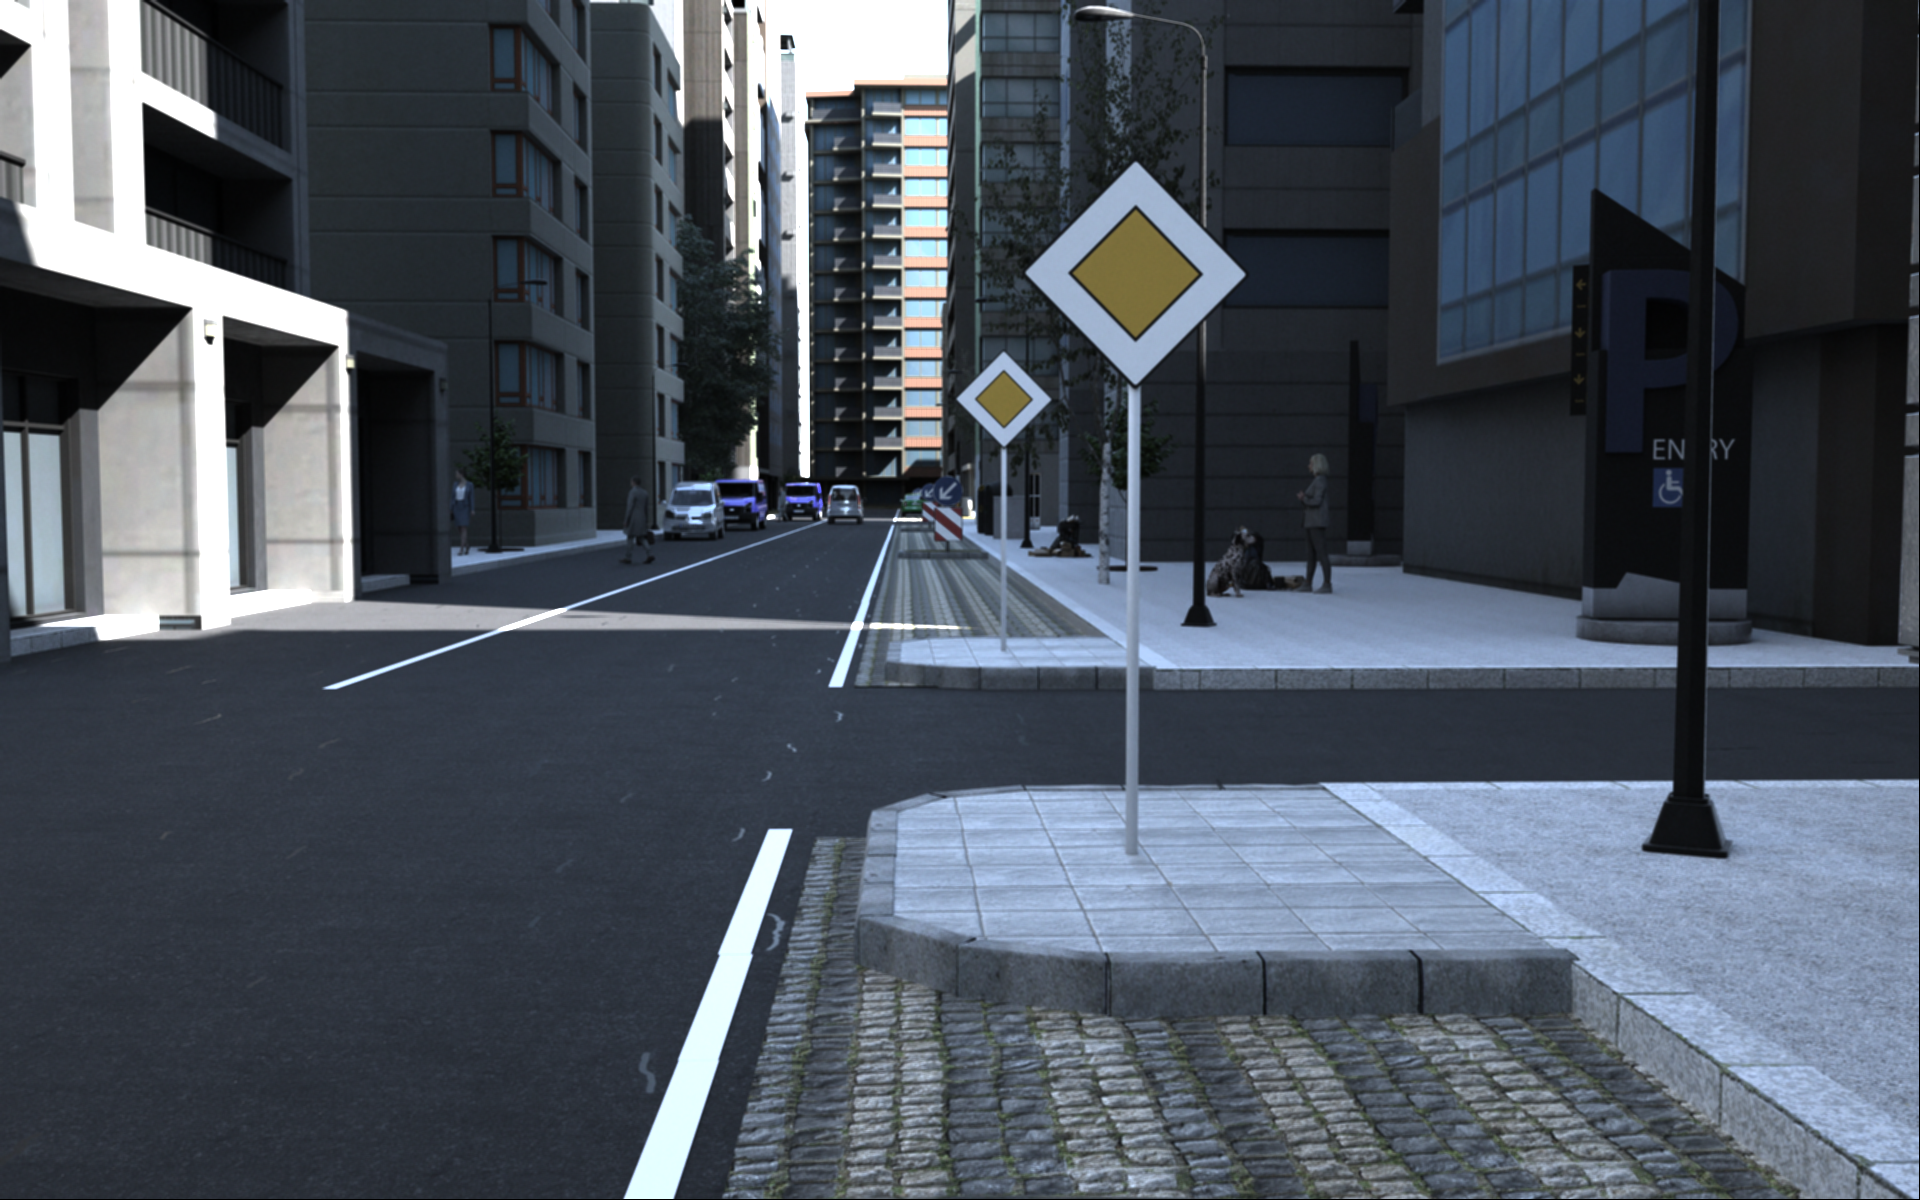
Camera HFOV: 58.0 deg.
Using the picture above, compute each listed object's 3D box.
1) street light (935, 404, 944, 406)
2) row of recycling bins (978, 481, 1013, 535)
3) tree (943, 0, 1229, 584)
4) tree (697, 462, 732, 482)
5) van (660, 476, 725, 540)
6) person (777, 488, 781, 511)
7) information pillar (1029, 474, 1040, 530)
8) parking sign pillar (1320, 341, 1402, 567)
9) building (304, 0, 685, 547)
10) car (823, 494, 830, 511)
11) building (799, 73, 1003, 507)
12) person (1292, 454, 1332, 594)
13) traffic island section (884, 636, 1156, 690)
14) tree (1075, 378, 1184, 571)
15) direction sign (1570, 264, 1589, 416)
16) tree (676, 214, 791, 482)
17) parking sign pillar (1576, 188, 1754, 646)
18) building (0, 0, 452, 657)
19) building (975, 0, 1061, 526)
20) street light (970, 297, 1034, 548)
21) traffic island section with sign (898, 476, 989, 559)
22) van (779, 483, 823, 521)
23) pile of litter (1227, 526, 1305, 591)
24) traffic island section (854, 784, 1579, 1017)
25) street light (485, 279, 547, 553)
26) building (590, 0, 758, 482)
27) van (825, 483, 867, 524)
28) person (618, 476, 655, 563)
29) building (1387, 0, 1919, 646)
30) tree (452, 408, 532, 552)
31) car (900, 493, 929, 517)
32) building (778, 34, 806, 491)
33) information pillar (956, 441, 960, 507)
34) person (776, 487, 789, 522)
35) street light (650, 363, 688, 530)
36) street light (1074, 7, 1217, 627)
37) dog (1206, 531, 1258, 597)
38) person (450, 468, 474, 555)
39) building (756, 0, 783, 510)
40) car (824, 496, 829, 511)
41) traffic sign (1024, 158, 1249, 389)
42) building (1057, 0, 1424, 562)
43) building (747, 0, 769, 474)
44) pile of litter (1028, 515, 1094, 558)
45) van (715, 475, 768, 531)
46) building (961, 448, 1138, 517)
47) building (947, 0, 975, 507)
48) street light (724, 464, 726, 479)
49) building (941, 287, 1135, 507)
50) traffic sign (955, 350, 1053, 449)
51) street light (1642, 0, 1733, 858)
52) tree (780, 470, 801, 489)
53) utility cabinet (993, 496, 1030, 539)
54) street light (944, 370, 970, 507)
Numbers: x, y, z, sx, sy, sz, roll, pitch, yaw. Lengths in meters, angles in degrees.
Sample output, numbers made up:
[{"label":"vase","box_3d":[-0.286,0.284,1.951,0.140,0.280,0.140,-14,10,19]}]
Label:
[{"label":"street light","box_3d":[-0.566,-7.134,89.187,1.470,5.913,1.316,0,4,-2]},{"label":"row of recycling bins","box_3d":[1.152,-2.948,55.311,1.069,1.692,3.534,0,4,-4]},{"label":"tree","box_3d":[1.990,-4.550,24.751,4.360,8.622,3.978,0,3,0]},{"label":"tree","box_3d":[-12.606,-5.730,88.284,1.663,3.219,1.824,0,3,0]},{"label":"van","box_3d":[-8.433,-2.936,55.014,2.013,2.044,4.112,0,4,-3]},{"label":"person","box_3d":[-12.623,-7.059,122.133,0.621,1.740,0.551,1,4,17]},{"label":"information pillar","box_3d":[2.675,-3.526,62.145,0.304,2.012,0.304,-3,4,-37]},{"label":"parking sign pillar","box_3d":[7.217,-2.606,31.085,1.447,3.967,1.447,1,4,16]},{"label":"building","box_3d":[-24.607,-12.866,55.391,27.650,21.520,28.899,0,4,-2]},{"label":"car","box_3d":[-10.756,-8.507,149.314,2.015,1.641,3.980,0,4,-3]},{"label":"building","box_3d":[-3.433,-32.343,183.434,28.867,44.769,22.147,0,4,-2]},{"label":"person","box_3d":[4.557,-0.989,22.403,0.526,1.800,0.537,1,4,14]},{"label":"traffic island section","box_3d":[0.398,0.498,14.146,2.009,0.180,2.903,0,4,-2]},{"label":"tree","box_3d":[2.702,-2.119,29.242,1.663,3.219,1.824,0,3,0]},{"label":"direction sign","box_3d":[6.396,-1.527,16.963,0.876,3.537,0.379,3,5,44]},{"label":"tree","box_3d":[-12.140,-10.401,76.703,9.857,13.997,8.962,0,3,0]},{"label":"parking sign pillar","box_3d":[6.219,-1.636,15.218,1.447,3.967,1.447,0,4,7]},{"label":"building","box_3d":[-18.383,-35.664,21.364,20.563,71.187,20.611,0,4,-2]},{"label":"building","box_3d":[7.608,-23.919,74.671,14.154,41.232,14.086,0,4,-2]},{"label":"street light","box_3d":[1.054,-4.193,41.094,1.470,5.913,1.316,0,4,-2]},{"label":"traffic island section with sign","box_3d":[-0.394,-1.841,38.732,1.989,1.847,2.006,0,4,-2]},{"label":"van","box_3d":[-8.599,-5.503,94.361,2.240,2.365,5.245,0,4,-1]},{"label":"pile of litter","box_3d":[4.157,-0.596,23.706,1.176,0.858,1.719,0,4,3]},{"label":"traffic island section","box_3d":[0.654,0.986,6.165,2.009,0.180,2.903,0,4,-2]},{"label":"street light","box_3d":[-9.612,-3.976,37.549,1.470,5.913,1.316,0,4,-2]},{"label":"building","box_3d":[-18.873,-19.807,95.540,14.160,30.474,14.107,0,4,-2]},{"label":"van","box_3d":[-5.538,-4.698,83.830,2.013,2.044,4.112,0,4,-2]},{"label":"person","box_3d":[-6.695,-1.664,35.802,0.767,1.812,0.694,2,4,27]},{"label":"building","box_3d":[14.140,-22.622,19.975,14.200,45.320,14.600,0,4,-2]},{"label":"tree","box_3d":[-10.399,-2.726,39.173,1.663,3.219,1.824,0,3,0]},{"label":"car","box_3d":[-2.810,-6.142,109.221,1.959,1.807,4.718,0,4,-2]},{"label":"building","box_3d":[-21.192,-28.949,156.911,14.086,41.232,14.154,0,4,-2]},{"label":"information pillar","box_3d":[-0.092,-5.200,76.380,0.183,3.616,0.504,-1,4,-9]},{"label":"person","box_3d":[-9.124,-4.901,88.725,0.767,1.812,0.694,0,4,-7]},{"label":"street light","box_3d":[-10.334,-5.446,61.576,1.470,5.913,1.316,0,4,-2]},{"label":"street light","box_3d":[1.788,-2.701,16.705,1.470,5.913,1.316,0,4,-2]},{"label":"dog","box_3d":[3.325,-0.454,21.810,0.513,0.831,0.800,-1,4,-22]},{"label":"person","box_3d":[-10.429,-1.856,36.410,0.581,1.822,0.654,1,4,21]},{"label":"building","box_3d":[-21.556,-29.769,136.834,14.600,45.320,14.200,0,4,-2]},{"label":"car","box_3d":[-10.316,-8.236,144.447,2.009,1.686,4.222,0,4,-3]},{"label":"traffic sign","box_3d":[0.631,-0.238,6.082,0.795,2.593,0.064,0,4,-2]},{"label":"building","box_3d":[13.207,-30.778,45.213,21.231,58.520,28.212,0,4,-2]},{"label":"building","box_3d":[-27.311,-32.179,115.364,28.713,52.752,27.495,0,4,-2]},{"label":"pile of litter","box_3d":[2.065,-1.318,35.509,1.176,0.858,1.719,-1,4,-17]},{"label":"van","box_3d":[-8.876,-3.977,69.405,2.240,2.365,5.245,0,4,-1]},{"label":"building","box_3d":[16.384,-25.130,102.753,32.217,40.220,23.993,0,4,-2]},{"label":"building","box_3d":[9.978,-30.664,125.060,21.300,48.544,21.600,0,4,-2]},{"label":"street light","box_3d":[-11.065,-6.912,85.547,1.470,5.913,1.316,0,4,-2]},{"label":"building","box_3d":[12.482,-18.746,151.538,27.650,21.520,28.899,0,4,-2]},{"label":"traffic sign","box_3d":[0.375,-0.726,14.063,0.795,2.593,0.064,0,4,-2]},{"label":"street light","box_3d":[2.095,-2.052,6.084,1.470,5.913,1.316,0,4,-2]},{"label":"tree","box_3d":[-13.957,-9.392,148.166,1.663,3.219,1.824,0,3,0]},{"label":"utility cabinet","box_3d":[1.477,-2.348,49.550,1.020,1.237,0.306,1,4,13]},{"label":"street light","box_3d":[0.255,-5.661,65.095,1.470,5.913,1.316,0,4,-2]}]
